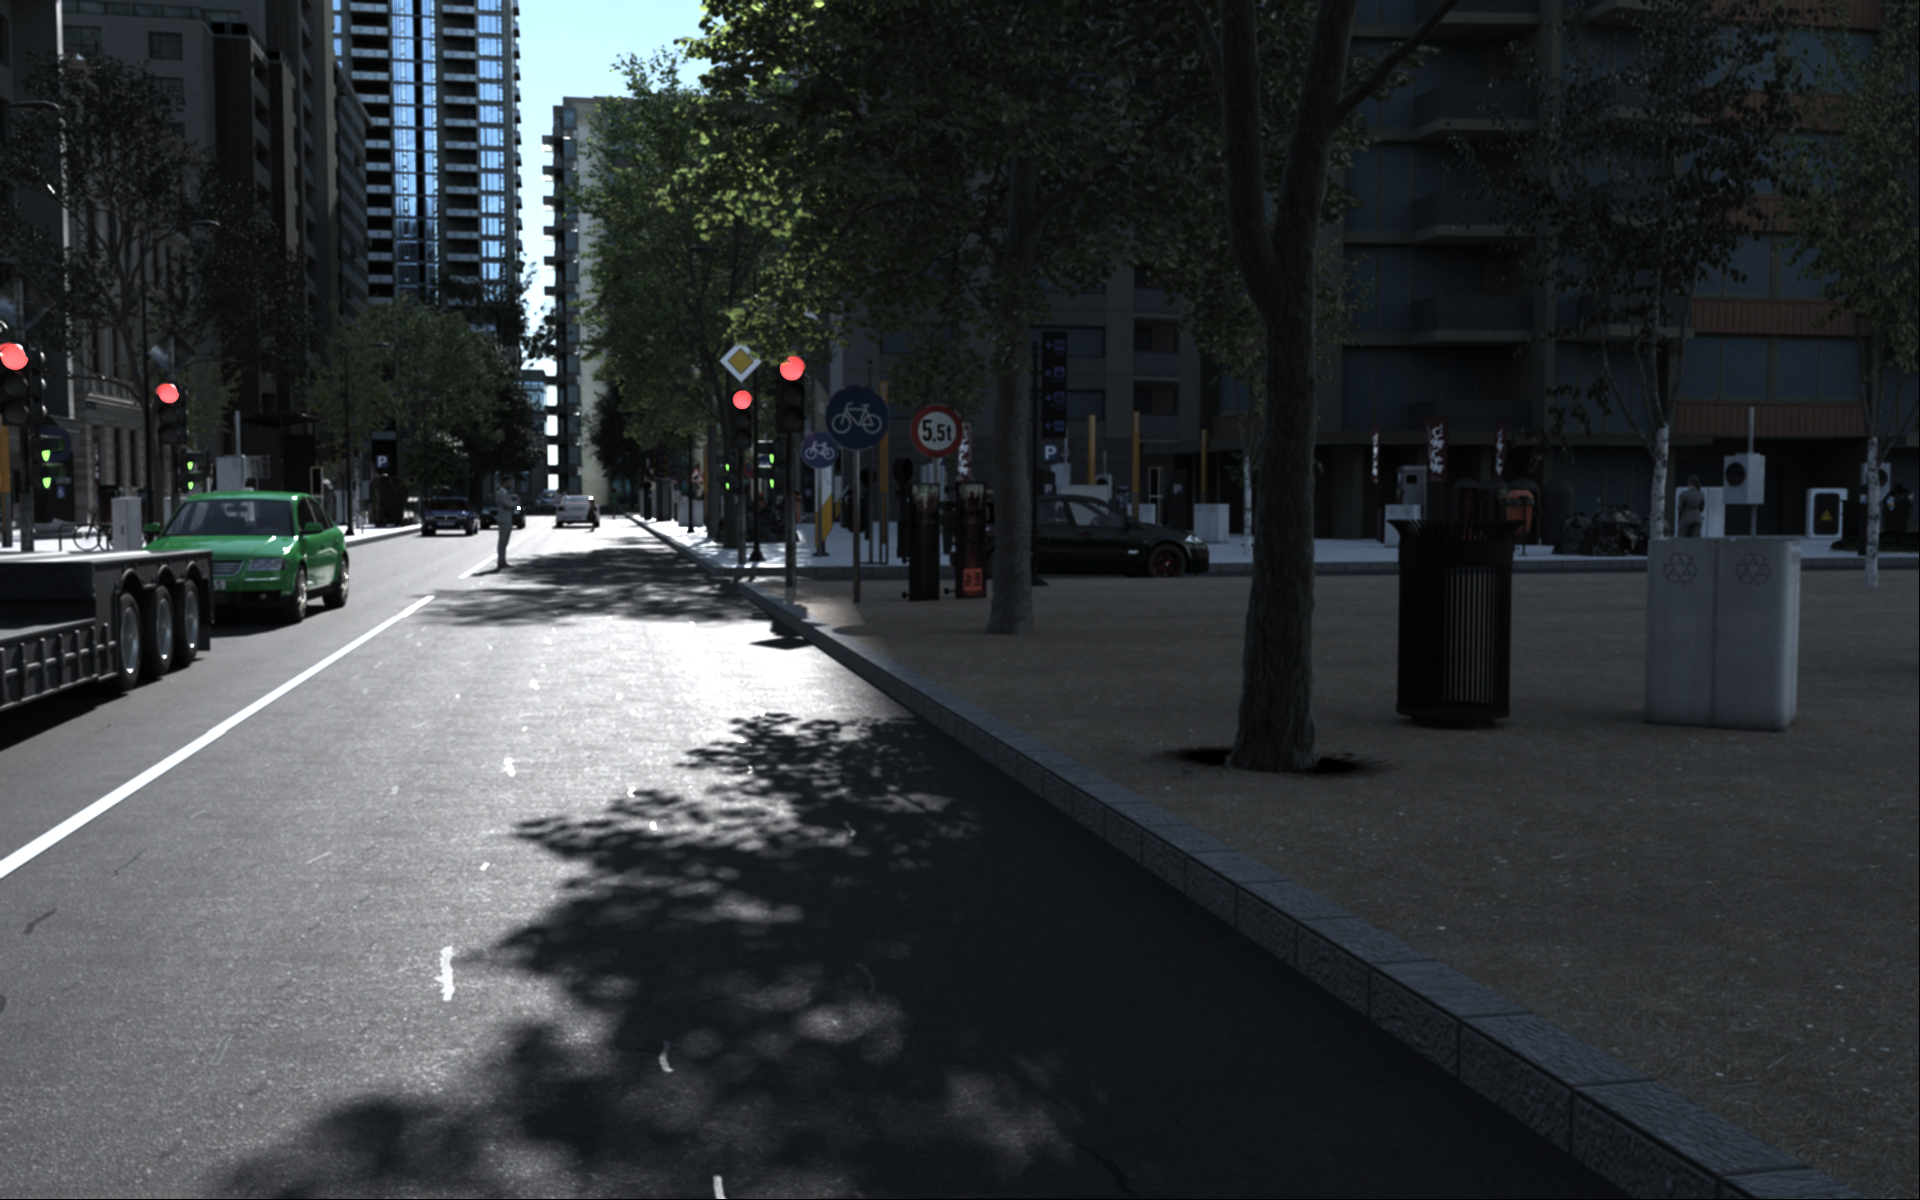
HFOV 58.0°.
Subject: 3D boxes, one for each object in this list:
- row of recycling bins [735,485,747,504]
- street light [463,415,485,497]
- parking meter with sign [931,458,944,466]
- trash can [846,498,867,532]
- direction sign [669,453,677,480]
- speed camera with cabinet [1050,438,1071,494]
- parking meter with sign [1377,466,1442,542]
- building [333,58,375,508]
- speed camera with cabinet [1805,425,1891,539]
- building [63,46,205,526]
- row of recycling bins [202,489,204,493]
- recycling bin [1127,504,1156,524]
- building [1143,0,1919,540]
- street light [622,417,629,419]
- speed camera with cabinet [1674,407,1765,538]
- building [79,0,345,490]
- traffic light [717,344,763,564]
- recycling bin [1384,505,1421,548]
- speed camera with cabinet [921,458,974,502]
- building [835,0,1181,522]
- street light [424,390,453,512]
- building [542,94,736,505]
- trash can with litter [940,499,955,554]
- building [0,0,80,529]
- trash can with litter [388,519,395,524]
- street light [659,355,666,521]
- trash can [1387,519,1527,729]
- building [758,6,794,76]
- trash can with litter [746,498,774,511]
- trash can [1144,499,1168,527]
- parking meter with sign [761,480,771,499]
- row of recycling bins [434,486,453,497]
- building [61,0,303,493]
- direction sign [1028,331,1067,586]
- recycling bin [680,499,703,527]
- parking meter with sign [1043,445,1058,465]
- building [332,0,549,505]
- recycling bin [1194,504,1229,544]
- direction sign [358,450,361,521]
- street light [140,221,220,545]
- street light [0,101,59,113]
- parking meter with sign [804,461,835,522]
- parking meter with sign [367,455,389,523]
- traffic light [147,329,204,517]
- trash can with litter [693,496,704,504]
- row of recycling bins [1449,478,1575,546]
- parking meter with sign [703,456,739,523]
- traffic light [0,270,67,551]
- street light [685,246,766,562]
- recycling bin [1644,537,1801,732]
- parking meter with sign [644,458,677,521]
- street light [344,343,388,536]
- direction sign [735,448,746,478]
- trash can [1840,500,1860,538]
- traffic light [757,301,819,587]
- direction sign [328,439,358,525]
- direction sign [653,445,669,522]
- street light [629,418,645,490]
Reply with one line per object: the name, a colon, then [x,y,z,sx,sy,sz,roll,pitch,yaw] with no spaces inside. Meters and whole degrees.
row of recycling bins: [-10.413,-4.526,81.110,1.069,1.692,3.534,-1,4,-11]
street light: [-28.483,-7.878,101.351,1.470,5.913,1.316,-1,4,-12]
parking meter with sign: [-1.052,-4.917,76.661,0.543,3.016,1.738,0,4,4]
trash can: [-3.625,-3.040,61.360,0.748,1.137,0.748,0,3,0]
direction sign: [-15.936,-6.301,95.017,0.876,3.537,0.379,0,4,7]
speed camera with cabinet: [2.936,-3.534,52.122,0.660,3.252,2.038,0,4,-1]
parking meter with sign: [12.175,-3.089,46.768,1.738,3.016,0.543,0,4,-4]
building: [-62.992,-27.810,146.569,23.993,40.220,32.217,-1,4,-12]
speed camera with cabinet: [25.106,-3.342,48.970,2.038,3.252,0.660,1,4,18]
building: [-41.595,-14.716,76.760,11.583,22.565,21.152,-1,4,-12]
row of recycling bins: [-43.182,-5.350,94.587,3.534,1.692,1.069,-1,4,-21]
recycling bin: [4.740,-2.001,45.266,0.722,1.027,0.722,1,4,8]
building: [21.307,-24.748,59.259,28.867,44.769,22.147,-1,4,-12]
street light: [-19.747,-8.106,105.079,1.470,5.913,1.316,-1,4,-12]
speed camera with cabinet: [17.504,-2.790,39.946,0.660,3.252,2.038,-2,4,-25]
building: [-51.238,-26.666,119.589,14.154,41.232,14.086,-1,4,-12]
traffic light: [-4.008,-2.610,31.591,0.839,4.253,0.868,-1,4,-12]
recycling bin: [10.588,-1.766,41.432,0.722,1.027,0.722,2,4,25]
speed camera with cabinet: [-0.161,-3.593,53.076,2.038,3.252,0.660,-1,4,-11]
building: [1.963,-33.781,94.323,21.231,58.520,28.212,-1,4,-12]
street light: [-23.379,-6.423,77.562,1.470,5.913,1.316,-1,4,-12]
building: [-34.685,-36.116,210.110,30.456,49.044,23.786,-1,4,-12]
trash can with litter: [0.017,-1.567,37.015,1.055,1.170,0.624,-3,5,-39]
building: [-37.734,-14.150,50.411,14.314,24.678,30.058,-1,4,-12]
trash can with litter: [-23.883,-3.784,73.262,1.055,1.170,0.624,2,4,31]
street light: [-9.437,-5.167,57.020,1.470,5.913,1.316,-1,4,-12]
trash can: [2.748,0.124,9.630,0.748,1.137,0.748,0,3,0]
building: [-6.949,-32.942,158.206,23.786,49.044,30.456,-1,4,-12]
trash can with litter: [-6.080,-2.518,52.558,1.055,1.170,0.624,1,4,13]
trash can: [5.642,-2.318,49.551,0.748,1.137,0.748,0,3,0]
parking meter with sign: [-10.415,-5.922,93.081,0.543,3.016,1.738,-1,4,-14]
row of recycling bins: [-28.358,-5.353,94.632,1.069,1.692,3.534,-2,4,-26]
building: [-48.981,-20.447,106.012,14.160,30.474,14.107,-1,4,-12]
direction sign: [1.047,-1.968,24.170,0.876,3.537,0.379,0,4,-1]
recycling bin: [-10.605,-3.416,68.410,0.722,1.027,0.722,1,4,14]
parking meter with sign: [3.184,-3.934,60.576,0.543,3.016,1.738,0,4,1]
building: [-64.646,-54.402,202.140,31.000,86.520,22.319,-1,4,-12]
recycling bin: [6.557,-1.994,45.151,0.722,1.027,0.722,2,4,31]
direction sign: [-28.289,-5.454,81.172,0.379,3.537,0.876,-2,4,-34]
street light: [-13.284,-3.484,29.507,1.470,5.913,1.316,-1,4,-12]
street light: [-11.355,-2.935,20.531,1.470,5.913,1.316,-1,4,-12]
parking meter with sign: [-6.505,-5.174,80.858,1.738,3.016,0.543,3,5,44]
parking meter with sign: [-25.939,-4.946,77.133,0.543,3.016,1.738,0,4,-2]
traffic light: [-13.408,-2.487,29.591,0.839,4.253,0.868,-1,4,-12]
trash can with litter: [-13.296,-4.577,86.220,1.055,1.170,0.624,-3,4,-38]
row of recycling bins: [14.072,-2.276,44.322,1.069,1.692,3.534,-3,5,-39]
parking meter with sign: [-10.717,-5.042,78.695,1.738,3.016,0.543,-2,4,-26]
traffic light: [-11.752,-2.010,21.778,0.839,4.253,0.868,-1,4,-12]
street light: [-4.401,-3.678,32.678,1.470,5.913,1.316,-1,4,-12]
recycling bin: [4.301,0.171,9.765,0.722,1.027,0.722,2,4,30]
parking meter with sign: [-14.272,-5.335,83.488,1.738,3.016,0.543,0,4,7]
street light: [-18.285,-4.940,53.317,1.470,5.913,1.316,-1,4,-12]
direction sign: [-10.882,-5.742,85.876,0.379,3.537,0.876,-3,5,-43]
trash can: [21.796,-1.864,42.125,0.748,1.137,0.748,0,3,0]
traffic light: [-2.352,-2.132,23.779,0.839,4.253,0.868,-1,4,-12]
direction sign: [-25.566,-4.878,71.759,0.876,3.537,0.379,-2,4,-30]
direction sign: [-13.924,-5.370,79.791,0.379,3.537,0.876,-3,4,-38]
street light: [-14.621,-6.652,81.294,1.470,5.913,1.316,-1,4,-12]
